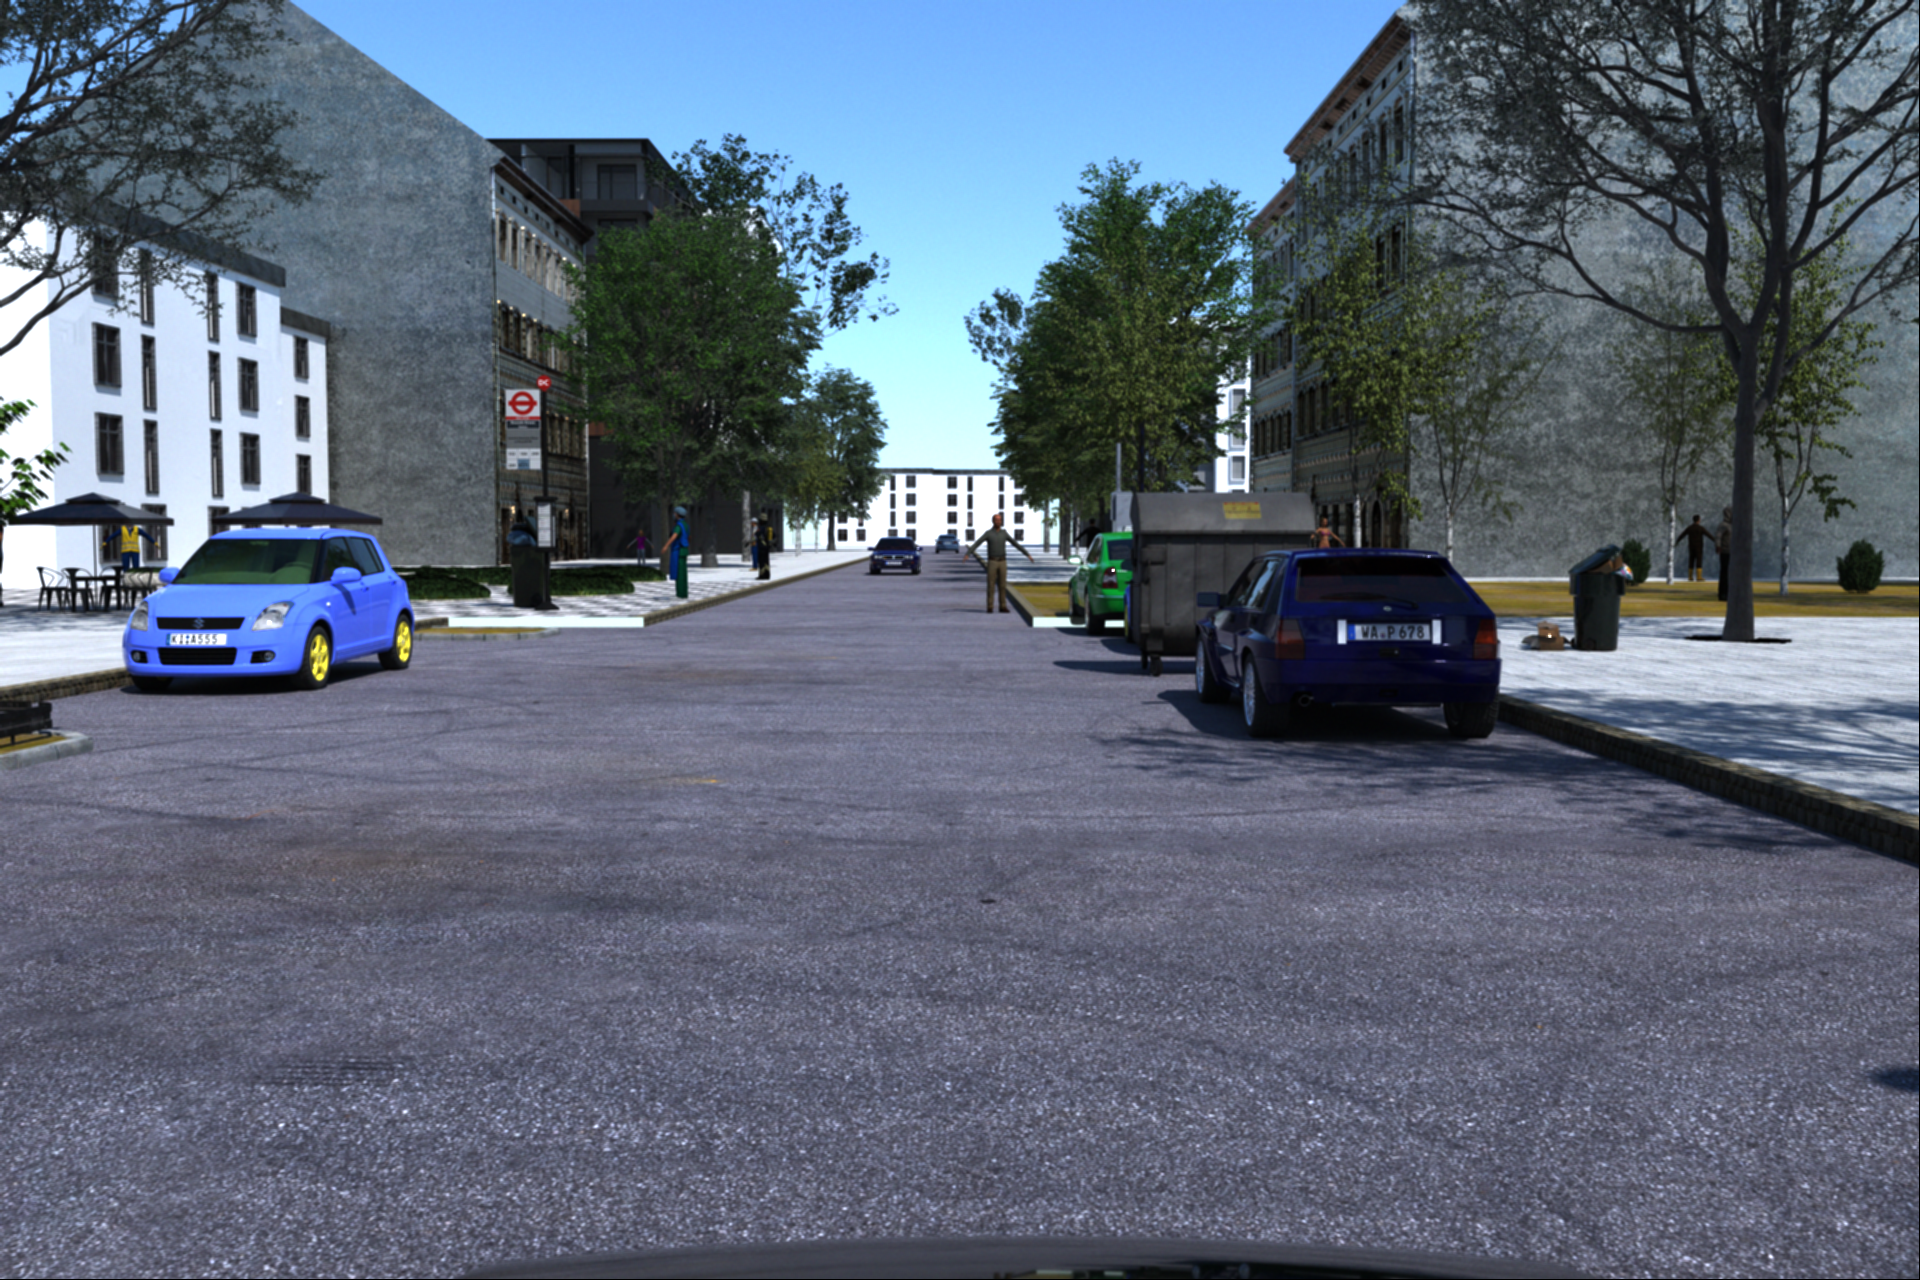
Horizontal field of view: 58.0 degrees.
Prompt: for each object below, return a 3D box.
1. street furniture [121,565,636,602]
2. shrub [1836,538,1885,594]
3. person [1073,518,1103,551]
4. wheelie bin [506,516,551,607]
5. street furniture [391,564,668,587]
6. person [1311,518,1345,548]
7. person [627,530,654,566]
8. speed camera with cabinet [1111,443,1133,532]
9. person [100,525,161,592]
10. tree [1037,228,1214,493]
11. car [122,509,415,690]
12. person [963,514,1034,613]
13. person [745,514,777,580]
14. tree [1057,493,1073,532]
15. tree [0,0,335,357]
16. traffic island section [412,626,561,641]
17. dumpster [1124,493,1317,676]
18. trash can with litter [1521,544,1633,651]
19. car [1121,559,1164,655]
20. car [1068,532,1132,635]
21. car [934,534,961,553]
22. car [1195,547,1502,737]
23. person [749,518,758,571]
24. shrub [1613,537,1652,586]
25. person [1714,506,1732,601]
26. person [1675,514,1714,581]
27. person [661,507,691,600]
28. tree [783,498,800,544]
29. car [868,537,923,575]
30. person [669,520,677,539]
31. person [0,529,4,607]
[{"bbox_3d":[-12.128,-1.242,35.927,10.072,0.657,5.734,1,4,15],"label":"street furniture"},{"bbox_3d":[19.379,-1.600,37.272,1.383,1.207,1.383,0,3,0],"label":"shrub"},{"bbox_3d":[4.623,-3.339,60.530,1.347,1.837,0.705,0,4,8],"label":"person"},{"bbox_3d":[-7.560,-1.377,30.416,0.693,1.594,0.980,0,4,-1],"label":"wheelie bin"},{"bbox_3d":[-12.416,-1.746,44.168,10.072,0.657,5.734,-1,4,-15],"label":"street furniture"},{"bbox_3d":[9.989,-2.480,47.346,1.217,1.733,0.721,-1,4,-22],"label":"person"},{"bbox_3d":[-11.288,-3.177,61.208,0.991,1.433,0.599,1,4,11],"label":"person"},{"bbox_3d":[3.649,-2.613,37.055,0.660,3.252,2.038,0,4,-1],"label":"speed camera with cabinet"},{"bbox_3d":[-18.512,-1.969,38.656,1.216,1.772,0.721,-2,4,-28],"label":"person"},{"bbox_3d":[4.160,-5.541,40.950,4.737,8.622,4.395,0,3,0],"label":"tree"},{"bbox_3d":[-6.710,-0.455,17.024,1.945,1.707,3.694,0,4,0],"label":"car"},{"bbox_3d":[0.677,-1.395,31.536,1.348,1.796,0.705,-1,4,-16],"label":"person"},{"bbox_3d":[-5.525,-2.615,48.534,0.705,1.856,1.354,2,4,32],"label":"person"},{"bbox_3d":[14.375,-16.445,219.237,4.737,8.622,4.395,0,3,0],"label":"tree"},{"bbox_3d":[-12.458,-6.759,20.887,12.009,13.543,11.850,0,3,0],"label":"tree"},{"bbox_3d":[-6.702,-0.085,24.262,1.991,0.108,1.994,0,4,1],"label":"traffic island section"},{"bbox_3d":[2.672,-0.591,17.885,1.865,1.857,1.264,0,4,0],"label":"dumpster"},{"bbox_3d":[6.784,-0.469,19.050,1.055,1.170,0.624,0,4,0],"label":"trash can with litter"},{"bbox_3d":[3.022,-0.743,21.743,1.945,1.707,3.694,0,4,0],"label":"car"},{"bbox_3d":[2.651,-1.052,26.003,1.959,1.807,4.718,0,4,-1],"label":"car"},{"bbox_3d":[-0.953,-7.200,129.720,2.014,1.417,4.499,0,4,0],"label":"car"},{"bbox_3d":[2.890,-0.059,13.545,1.945,1.354,3.894,0,3,0],"label":"car"},{"bbox_3d":[-7.218,-3.349,60.616,0.705,1.847,1.347,0,4,2],"label":"person"},{"bbox_3d":[16.483,-1.921,42.532,1.383,1.207,1.383,0,3,0],"label":"shrub"},{"bbox_3d":[14.729,-1.653,33.157,1.348,1.813,0.705,-3,5,-42],"label":"person"},{"bbox_3d":[20.041,-2.507,47.130,0.704,1.812,1.346,-3,4,-38],"label":"person"},{"bbox_3d":[-5.499,-1.696,33.855,0.704,1.817,1.347,1,4,11],"label":"person"},{"bbox_3d":[-21.666,-16.640,222.432,4.737,8.622,4.395,0,3,0],"label":"tree"},{"bbox_3d":[-2.293,-3.013,61.845,1.945,1.354,3.894,0,4,0],"label":"car"},{"bbox_3d":[-10.830,-3.663,66.085,1.347,1.806,0.705,3,5,41],"label":"person"},{"bbox_3d":[-17.130,-1.499,30.657,0.704,1.843,1.345,-3,4,-38],"label":"person"}]
